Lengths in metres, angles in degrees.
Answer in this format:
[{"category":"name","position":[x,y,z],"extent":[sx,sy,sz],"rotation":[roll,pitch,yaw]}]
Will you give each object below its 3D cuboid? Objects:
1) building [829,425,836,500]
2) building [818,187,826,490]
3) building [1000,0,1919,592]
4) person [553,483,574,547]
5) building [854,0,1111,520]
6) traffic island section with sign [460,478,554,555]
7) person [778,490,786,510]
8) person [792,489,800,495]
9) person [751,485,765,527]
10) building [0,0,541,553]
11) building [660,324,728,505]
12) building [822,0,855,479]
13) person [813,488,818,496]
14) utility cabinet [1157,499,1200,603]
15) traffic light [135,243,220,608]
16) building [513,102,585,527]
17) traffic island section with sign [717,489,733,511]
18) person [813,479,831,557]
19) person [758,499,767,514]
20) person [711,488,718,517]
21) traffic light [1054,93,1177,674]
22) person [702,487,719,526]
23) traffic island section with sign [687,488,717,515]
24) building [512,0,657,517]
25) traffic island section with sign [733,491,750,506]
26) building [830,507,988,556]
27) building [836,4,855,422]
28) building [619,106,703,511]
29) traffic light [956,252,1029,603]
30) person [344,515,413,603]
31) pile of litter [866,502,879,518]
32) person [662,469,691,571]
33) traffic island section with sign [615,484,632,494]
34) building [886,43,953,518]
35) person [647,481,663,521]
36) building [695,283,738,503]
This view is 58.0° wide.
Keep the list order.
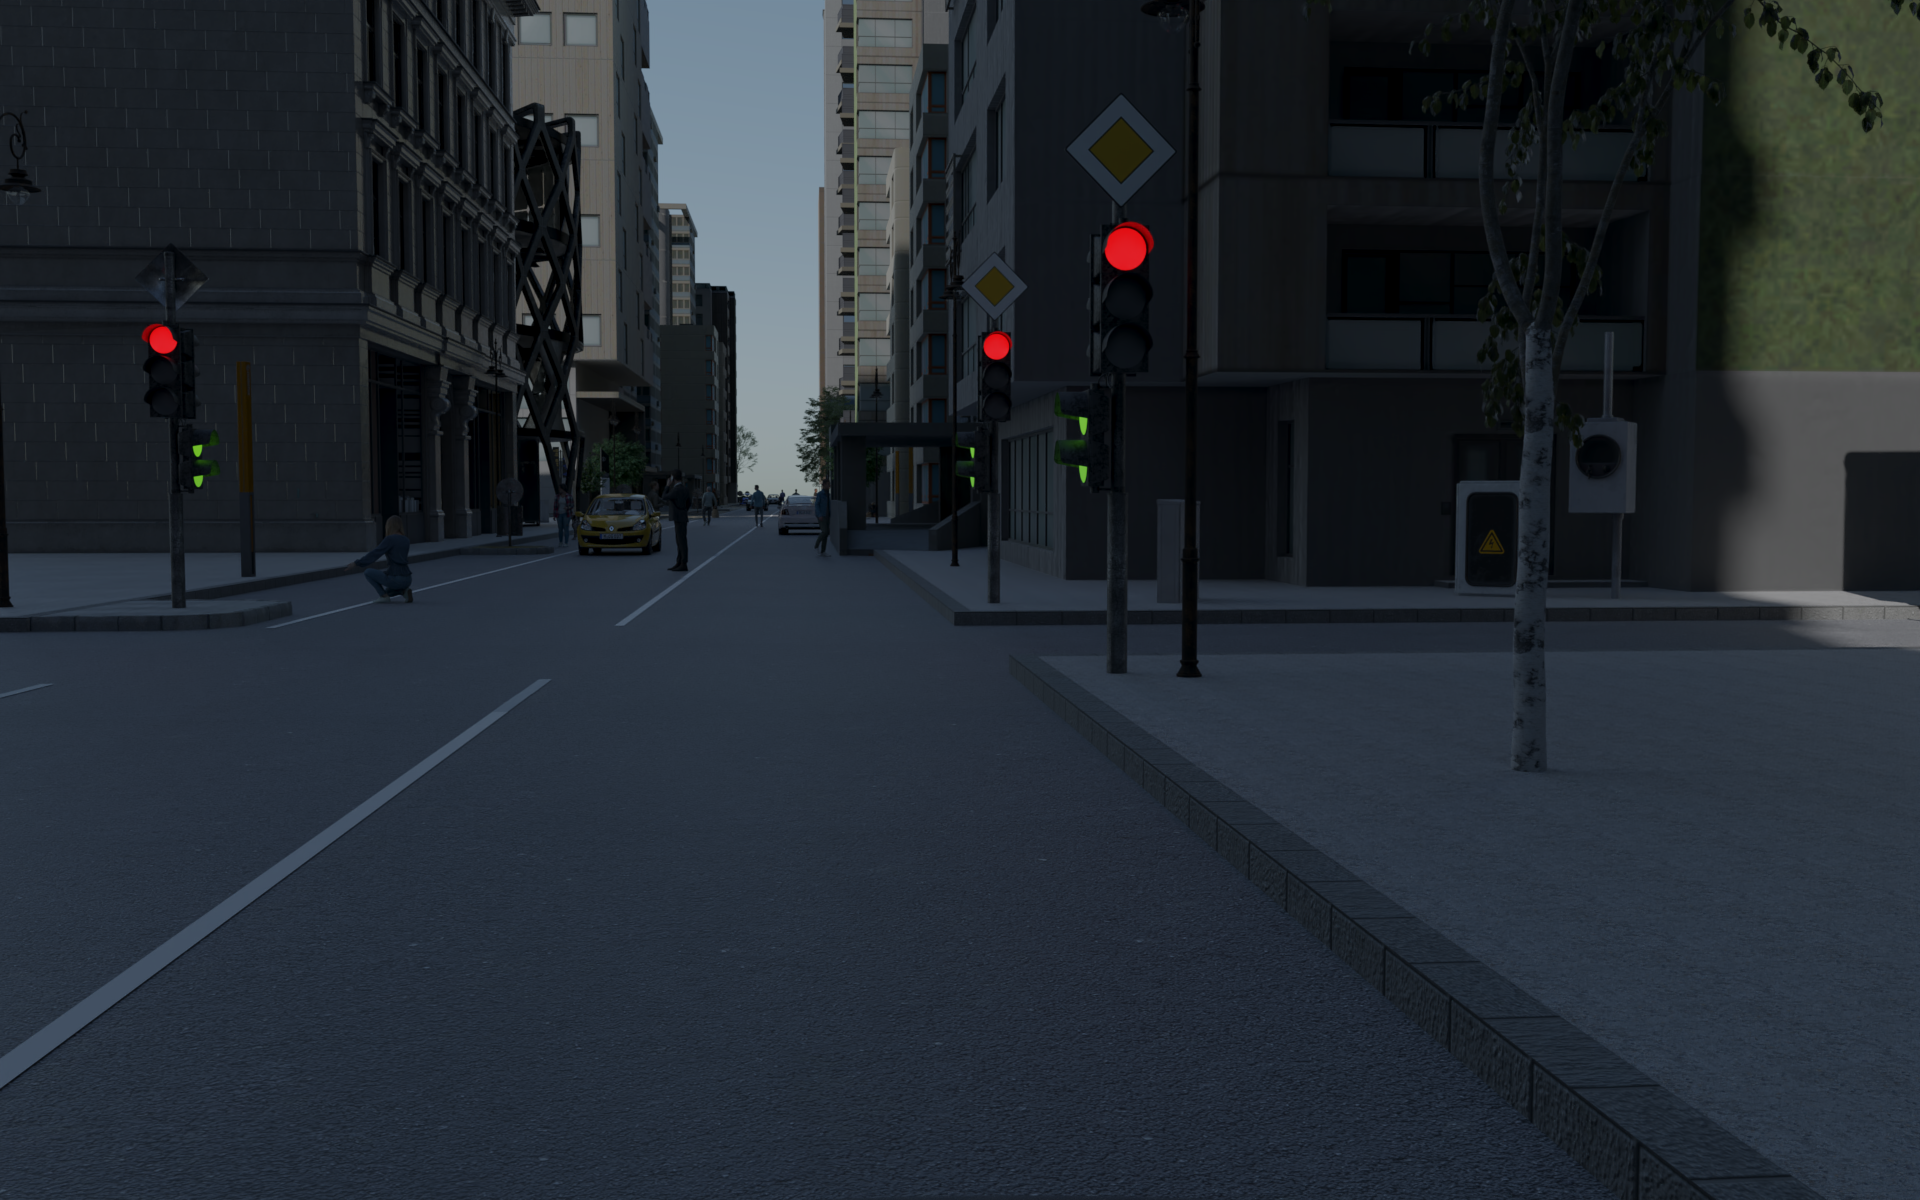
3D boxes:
[{"category":"building","position":[-0.382,-51.468,154.178],"extent":[22.319,86.520,31.000],"rotation":[0,4,-5]},{"category":"building","position":[-13.091,-36.461,246.244],"extent":[14.600,45.320,14.200],"rotation":[0,4,-5]},{"category":"building","position":[7.239,-21.079,28.236],"extent":[14.086,41.232,14.154],"rotation":[0,4,-5]},{"category":"person","position":[-10.733,-2.300,46.939],"extent":[0.563,1.720,0.643],"rotation":[0,4,5]},{"category":"building","position":[0.630,-25.713,104.005],"extent":[14.154,41.232,14.086],"rotation":[0,4,-5]},{"category":"traffic island section with sign","position":[-10.865,-2.024,41.717],"extent":[1.989,1.847,2.006],"rotation":[0,4,-5]},{"category":"person","position":[-16.157,-9.107,157.272],"extent":[0.709,1.838,0.599],"rotation":[-2,4,-26]},{"category":"person","position":[-12.281,-7.421,129.918],"extent":[1.350,1.814,0.705],"rotation":[1,4,9]},{"category":"person","position":[-8.822,-4.110,75.566],"extent":[0.638,1.841,0.748],"rotation":[0,4,-8]},{"category":"building","position":[-17.586,-11.468,38.409],"extent":[10.553,20.767,40.483],"rotation":[0,4,-5]},{"category":"building","position":[-40.217,-21.133,190.571],"extent":[27.650,21.520,28.899],"rotation":[0,4,-5]},{"category":"building","position":[-5.184,-40.296,200.844],"extent":[21.231,58.520,28.212],"rotation":[0,4,-5]},{"category":"person","position":[-9.586,-6.537,115.521],"extent":[0.705,1.807,1.348],"rotation":[0,4,7]},{"category":"utility cabinet","position":[2.633,-0.589,20.788],"extent":[0.306,1.237,1.020],"rotation":[1,4,21]},{"category":"traffic light","position":[-8.793,-1.865,19.417],"extent":[0.839,4.253,0.868],"rotation":[0,4,-5]},{"category":"building","position":[-23.296,-12.184,66.663],"extent":[16.820,18.784,16.811],"rotation":[0,4,-5]},{"category":"traffic island section with sign","position":[-20.380,-8.375,145.561],"extent":[1.989,1.847,2.006],"rotation":[0,4,-5]},{"category":"person","position":[-3.145,-1.887,39.701],"extent":[0.444,1.785,0.601],"rotation":[2,4,35]},{"category":"person","position":[-14.361,-7.051,124.501],"extent":[0.721,1.743,1.217],"rotation":[3,5,40]},{"category":"person","position":[-15.704,-6.232,110.524],"extent":[0.705,1.807,1.348],"rotation":[1,4,14]},{"category":"traffic light","position":[1.107,-1.431,12.317],"extent":[0.839,4.253,0.868],"rotation":[0,4,-5]},{"category":"person","position":[-11.297,-4.243,78.364],"extent":[0.782,1.767,0.515],"rotation":[-2,4,-26]},{"category":"traffic island section with sign","position":[-17.923,-6.733,118.718],"extent":[1.989,1.847,2.006],"rotation":[0,4,-5]},{"category":"building","position":[-33.382,-31.591,105.744],"extent":[28.713,52.752,27.495],"rotation":[0,4,-5]},{"category":"traffic island section with sign","position":[-25.493,-11.790,201.396],"extent":[1.989,1.847,2.006],"rotation":[0,4,-5]},{"category":"building","position":[12.608,-21.747,47.437],"extent":[32.217,40.220,23.993],"rotation":[0,4,-5]},{"category":"building","position":[2.252,-28.804,125.571],"extent":[22.147,44.769,28.867],"rotation":[0,4,-5]},{"category":"building","position":[-39.945,-28.372,155.766],"extent":[32.217,40.220,23.993],"rotation":[0,4,-5]},{"category":"traffic light","position":[0.379,-1.917,20.269],"extent":[0.839,4.253,0.868],"rotation":[0,4,-5]},{"category":"person","position":[-7.606,-0.538,22.787],"extent":[0.738,1.151,1.012],"rotation":[2,4,32]},{"category":"pile of litter","position":[-5.032,-4.955,94.979],"extent":[1.176,0.858,1.719],"rotation":[-1,4,-9]},{"category":"person","position":[-5.274,-1.488,32.187],"extent":[0.474,1.900,0.648],"rotation":[0,4,2]},{"category":"traffic island section with sign","position":[-13.350,-3.684,68.857],"extent":[1.989,1.847,2.006],"rotation":[0,4,-5]},{"category":"building","position":[11.028,-14.517,82.389],"extent":[27.650,21.520,28.899],"rotation":[0,4,-5]},{"category":"person","position":[-7.830,-2.174,44.601],"extent":[0.362,1.759,0.519],"rotation":[-2,4,-32]},{"category":"building","position":[-37.775,-28.425,236.452],"extent":[14.160,30.474,14.107],"rotation":[0,4,-5]}]
